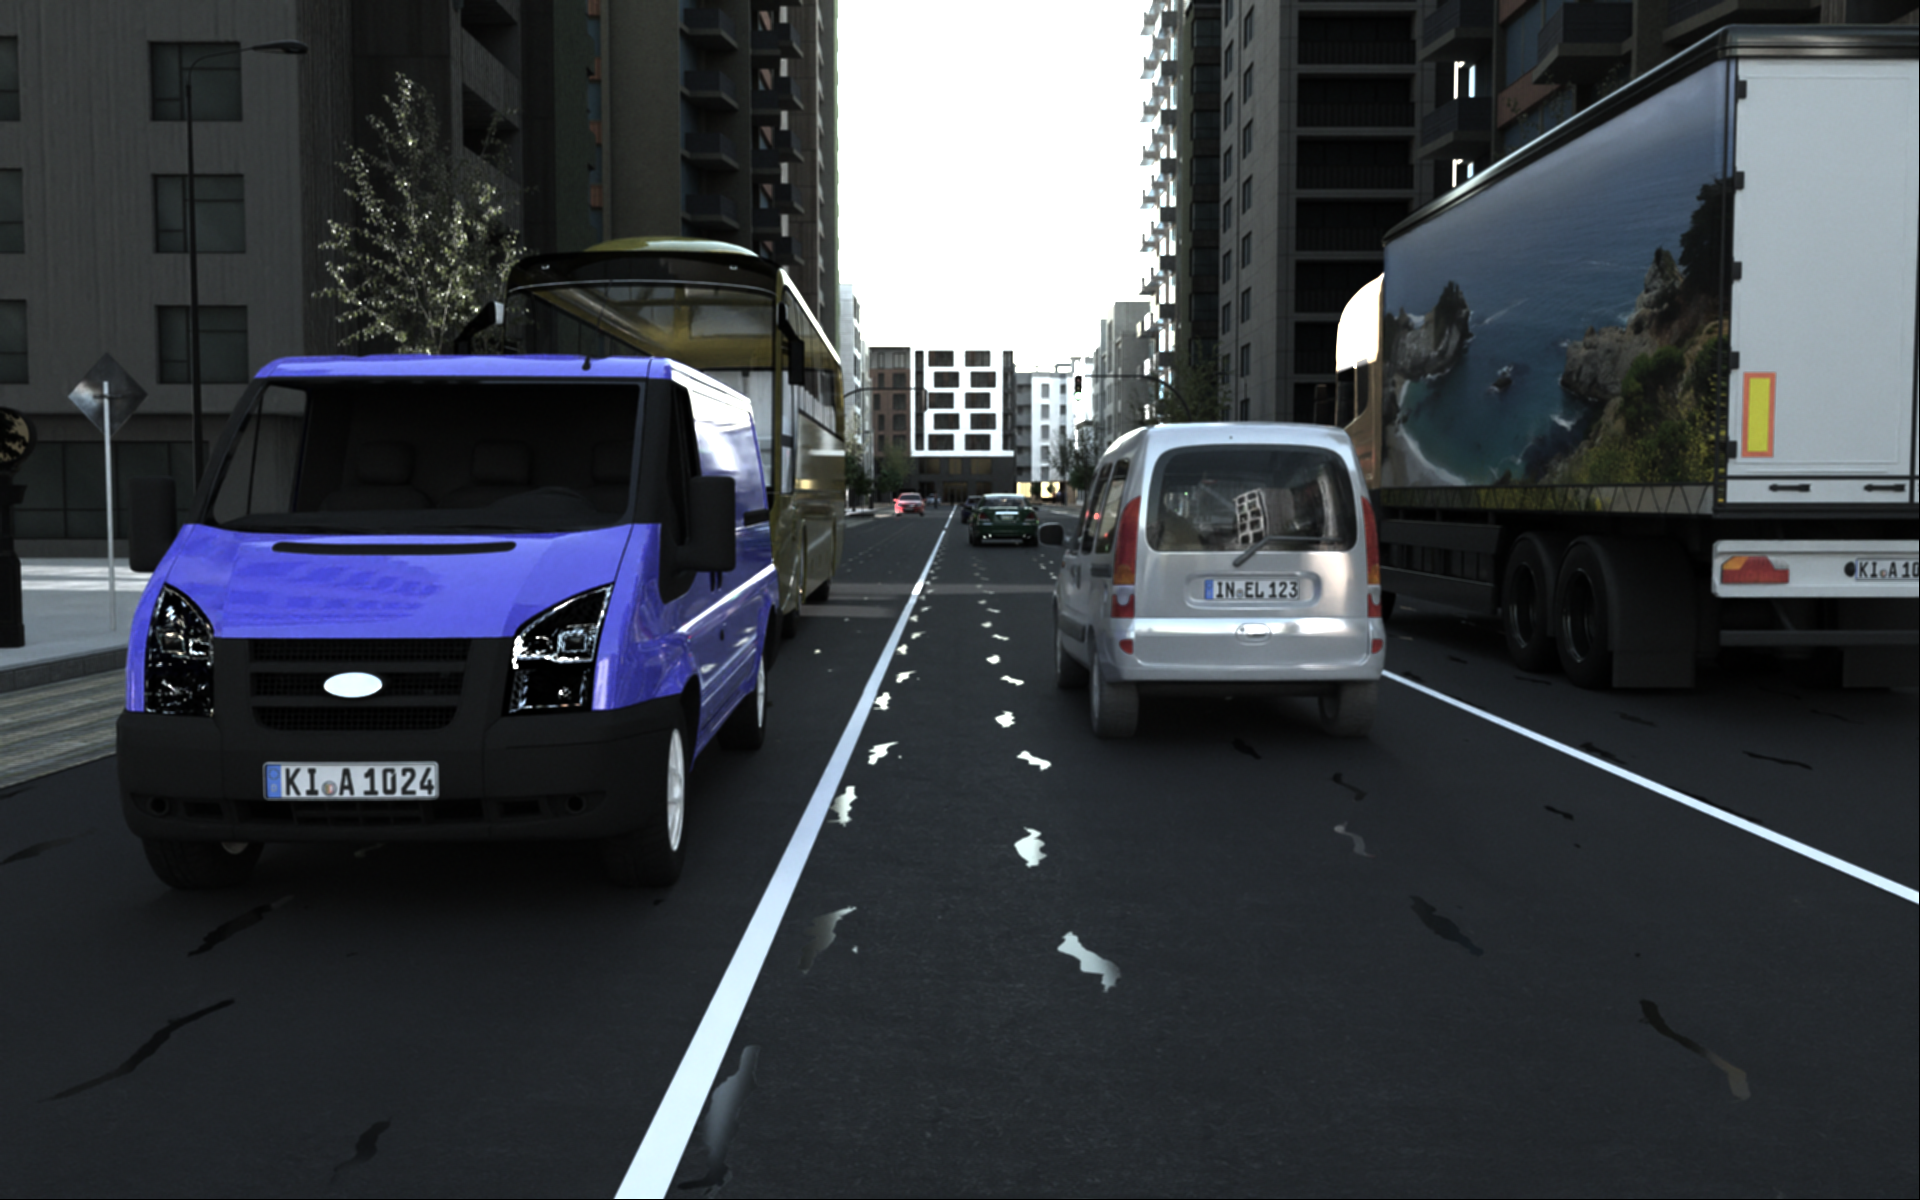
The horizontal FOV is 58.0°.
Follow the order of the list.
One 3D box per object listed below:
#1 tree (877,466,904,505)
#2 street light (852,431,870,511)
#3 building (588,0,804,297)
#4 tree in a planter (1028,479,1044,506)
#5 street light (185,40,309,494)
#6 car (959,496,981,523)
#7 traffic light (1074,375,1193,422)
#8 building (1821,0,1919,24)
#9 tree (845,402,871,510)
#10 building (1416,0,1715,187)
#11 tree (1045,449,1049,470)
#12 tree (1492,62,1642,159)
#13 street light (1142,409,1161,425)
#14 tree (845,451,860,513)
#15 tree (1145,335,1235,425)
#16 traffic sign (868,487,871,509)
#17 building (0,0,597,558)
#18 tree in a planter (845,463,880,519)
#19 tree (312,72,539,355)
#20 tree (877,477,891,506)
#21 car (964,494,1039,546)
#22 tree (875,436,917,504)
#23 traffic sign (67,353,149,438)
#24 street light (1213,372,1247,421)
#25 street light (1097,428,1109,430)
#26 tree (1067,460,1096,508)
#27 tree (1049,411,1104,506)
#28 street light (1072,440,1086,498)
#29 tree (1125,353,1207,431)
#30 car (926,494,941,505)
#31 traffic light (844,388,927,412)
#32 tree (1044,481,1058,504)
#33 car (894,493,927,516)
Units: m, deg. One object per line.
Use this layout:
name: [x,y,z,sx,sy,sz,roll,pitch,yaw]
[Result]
tree: [-8.020,-13.222,199.900,4.285,4.588,4.351,0,3,0]
street light: [-7.314,-9.510,128.034,1.470,5.913,1.316,0,3,0]
building: [-20.248,-26.893,94.325,22.147,44.769,28.867,0,3,0]
tree in a planter: [8.932,-12.605,203.318,1.991,3.239,1.994,0,3,0]
street light: [-7.368,-2.774,17.901,1.470,5.913,1.316,0,3,0]
car: [0.939,-4.475,85.741,1.945,1.354,3.894,0,4,-1]
traffic light: [6.710,-5.589,66.045,4.771,5.953,1.251,0,3,0]
building: [21.006,-15.527,25.561,14.160,30.474,14.107,0,3,0]
tree: [-9.069,-11.538,139.008,4.360,8.622,3.978,0,3,0]
building: [25.321,-24.049,47.818,22.147,44.769,28.867,0,3,0]
tree: [11.071,-14.189,182.347,4.360,8.622,3.978,0,3,0]
tree: [11.084,-4.870,29.988,4.360,8.622,3.978,0,3,0]
street light: [10.322,-7.424,93.927,1.470,5.913,1.316,0,3,0]
tree: [-8.354,-8.296,119.350,4.285,4.588,4.351,0,3,0]
tree: [10.745,-7.888,79.339,4.737,8.622,4.395,0,3,0]
traffic sign: [-7.705,-8.920,145.954,0.768,2.556,0.104,1,4,9]
building: [-16.898,-16.400,39.835,14.160,30.474,14.107,0,3,0]
tree in a planter: [-5.572,-6.216,98.854,1.991,3.239,1.994,0,3,0]
tree: [-9.019,-4.903,30.527,4.360,8.622,3.978,0,3,0]
tree: [-8.474,-12.211,194.246,1.663,3.219,1.824,0,3,0]
car: [1.210,-2.276,49.017,2.131,1.459,4.920,0,4,-2]
tree: [-7.868,-16.909,226.830,4.737,8.622,4.395,0,3,0]
traffic sign: [-7.954,-1.006,16.188,0.795,2.593,0.064,0,4,6]
street light: [10.311,-5.711,65.911,1.470,5.913,1.316,0,3,0]
street light: [10.330,-9.118,121.619,1.470,5.913,1.316,0,3,0]
tree: [11.714,-10.965,162.997,4.285,4.588,4.351,0,3,0]
tree: [10.900,-12.346,152.221,4.360,8.622,3.978,0,3,0]
street light: [10.246,-10.769,148.608,1.470,5.913,1.316,0,3,0]
tree: [10.695,-8.519,89.654,4.360,8.622,3.978,0,3,0]
car: [-3.366,-12.880,222.597,2.014,1.417,4.499,0,4,1]
traffic light: [-3.782,-6.087,74.198,4.771,5.953,1.251,0,3,0]
tree: [11.886,-14.073,224.689,1.663,3.219,1.824,0,3,0]
car: [-3.255,-6.395,113.604,2.155,1.783,4.494,0,4,1]
